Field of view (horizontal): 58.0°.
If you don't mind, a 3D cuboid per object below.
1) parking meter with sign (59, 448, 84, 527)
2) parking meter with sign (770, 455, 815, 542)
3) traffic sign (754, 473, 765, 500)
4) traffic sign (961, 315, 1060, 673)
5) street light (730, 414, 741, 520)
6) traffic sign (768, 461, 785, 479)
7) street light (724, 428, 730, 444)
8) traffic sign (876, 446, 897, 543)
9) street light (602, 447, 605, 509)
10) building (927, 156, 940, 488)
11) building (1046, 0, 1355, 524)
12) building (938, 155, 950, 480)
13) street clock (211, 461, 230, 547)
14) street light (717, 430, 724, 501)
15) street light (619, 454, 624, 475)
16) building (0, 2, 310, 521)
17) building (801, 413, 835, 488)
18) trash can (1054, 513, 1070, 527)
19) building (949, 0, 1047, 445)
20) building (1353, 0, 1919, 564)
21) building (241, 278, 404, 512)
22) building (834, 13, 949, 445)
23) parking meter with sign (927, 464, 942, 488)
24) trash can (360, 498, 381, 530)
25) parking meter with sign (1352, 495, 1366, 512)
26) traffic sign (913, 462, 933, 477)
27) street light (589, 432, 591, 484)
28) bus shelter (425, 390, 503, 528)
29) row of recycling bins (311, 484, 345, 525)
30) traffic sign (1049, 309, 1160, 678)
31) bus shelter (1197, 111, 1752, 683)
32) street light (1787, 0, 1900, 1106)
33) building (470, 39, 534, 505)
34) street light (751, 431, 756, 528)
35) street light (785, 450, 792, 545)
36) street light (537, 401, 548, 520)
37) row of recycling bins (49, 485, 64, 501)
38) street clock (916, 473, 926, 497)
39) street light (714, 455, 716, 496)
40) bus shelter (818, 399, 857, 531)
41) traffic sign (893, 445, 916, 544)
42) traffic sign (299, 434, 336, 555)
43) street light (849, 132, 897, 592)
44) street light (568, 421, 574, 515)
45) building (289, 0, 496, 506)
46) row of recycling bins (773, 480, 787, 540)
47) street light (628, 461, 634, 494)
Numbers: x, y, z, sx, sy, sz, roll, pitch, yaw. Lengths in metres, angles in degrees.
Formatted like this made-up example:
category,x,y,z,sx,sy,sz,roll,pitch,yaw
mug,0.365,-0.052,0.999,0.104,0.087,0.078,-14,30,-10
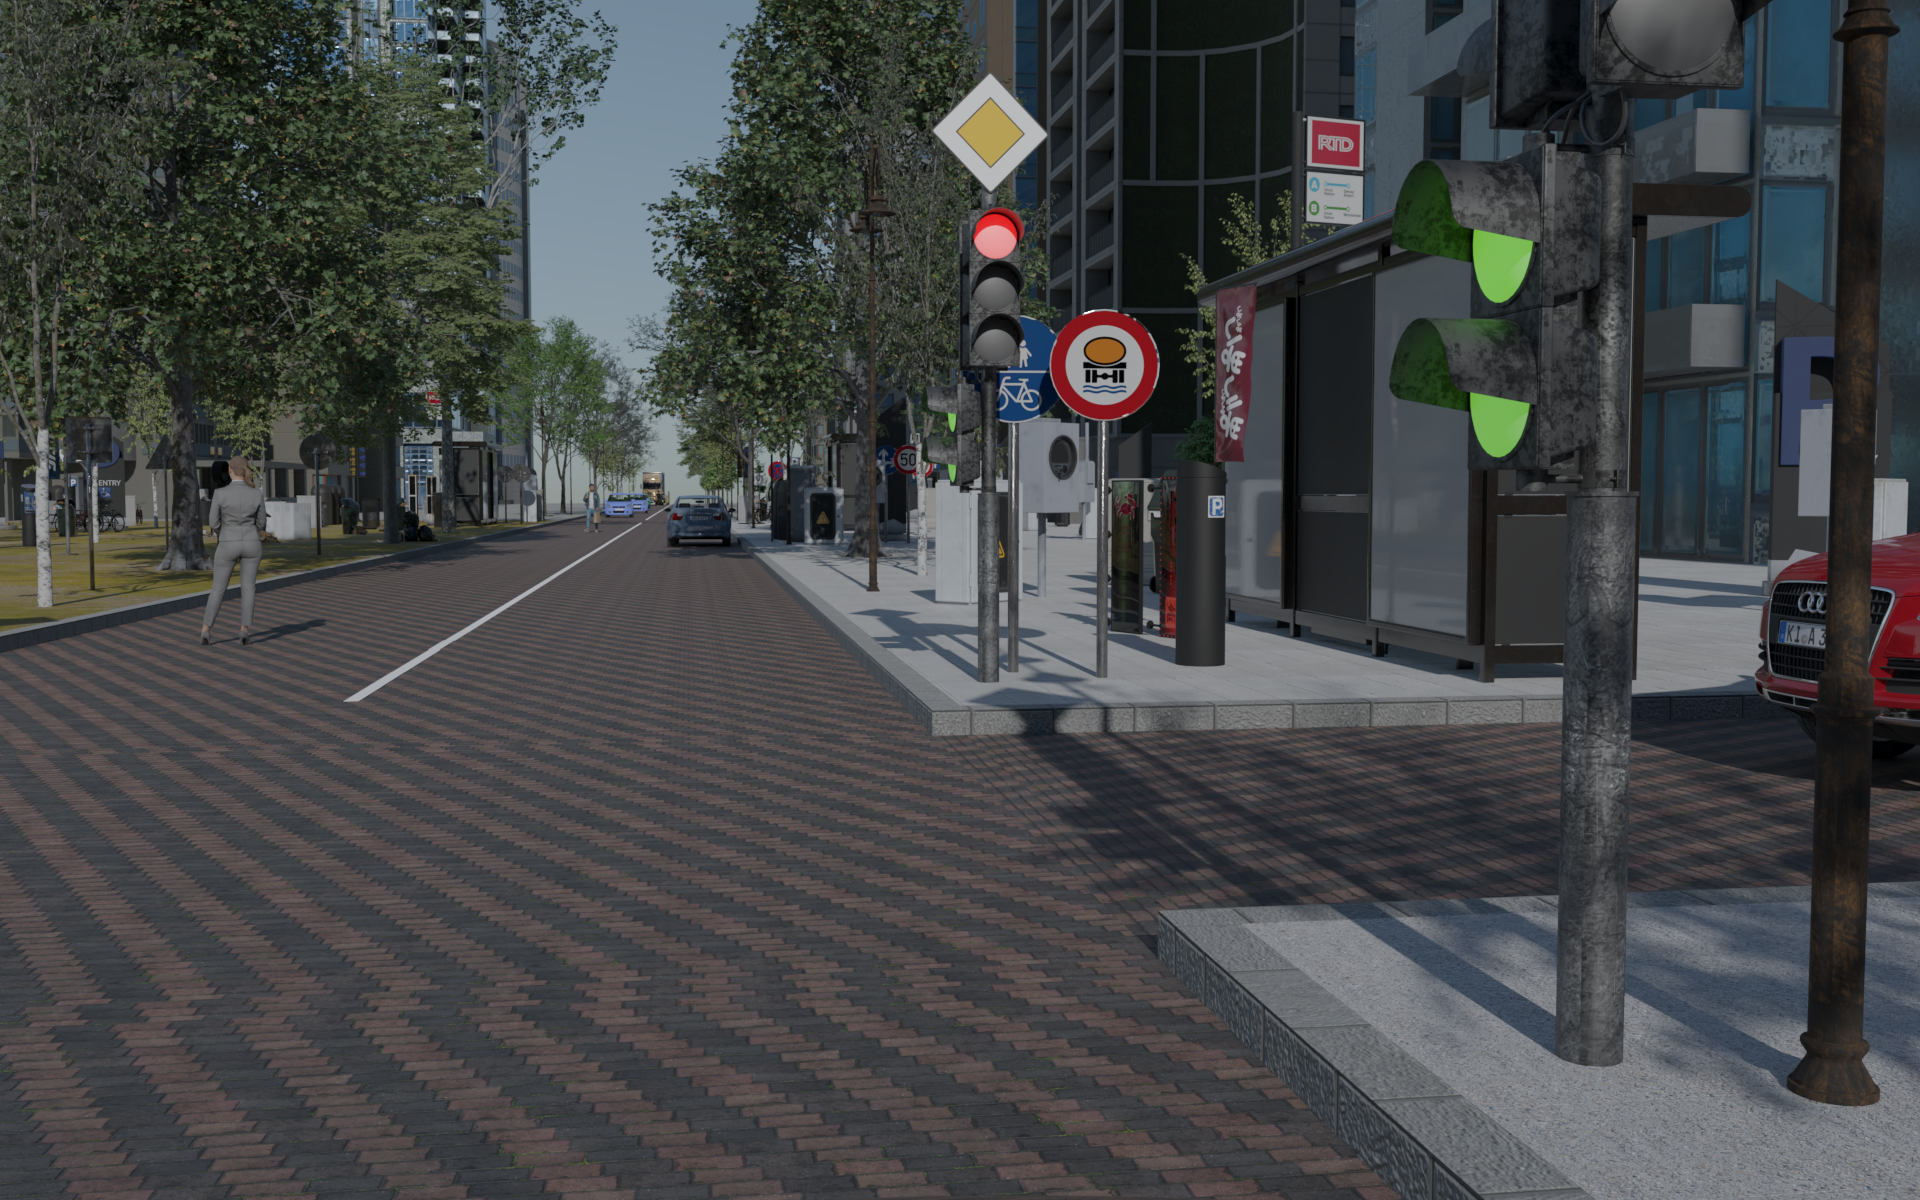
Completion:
category,x,y,z,sx,sy,sz,roll,pitch,yaw
parking meter with sign,-34.059,-4.325,66.979,0.543,3.016,1.738,0,4,7
parking meter with sign,-4.238,-3.055,46.204,1.738,3.016,0.543,1,4,14
traffic sign,-9.730,-5.016,84.145,0.606,2.300,0.079,0,4,1
traffic sign,0.384,-0.752,12.402,0.768,2.556,0.104,0,4,-3
street light,-10.995,-6.905,85.683,0.468,5.910,1.993,-1,4,-9
traffic sign,-7.010,-4.072,66.683,0.768,2.556,0.104,0,4,-6
street light,-12.868,-7.628,97.500,0.468,5.910,1.993,-1,4,-9
traffic sign,-1.947,-2.777,45.513,0.768,2.556,0.104,-1,4,-9
street light,-30.783,-10.814,149.590,0.468,5.910,1.993,-1,4,-9
building,10.622,-27.378,139.508,32.217,40.220,23.993,-1,4,-9
building,13.908,-39.140,78.184,20.563,71.187,20.611,-1,4,-9
building,5.230,-21.254,119.212,14.160,30.474,14.107,-1,4,-9
street clock,-16.052,-2.024,37.658,0.358,2.002,0.471,0,4,-1
street light,-16.289,-8.942,118.992,0.468,5.910,1.993,-1,4,-9
street light,-36.946,-13.239,189.243,0.468,5.910,1.993,-1,4,-9
building,-52.658,-24.427,91.258,32.217,40.220,23.993,-1,4,-9
building,-6.665,-23.786,233.946,27.650,21.520,28.899,-1,4,-9
trash can,4.018,-3.449,68.038,0.748,1.137,0.748,0,3,0
building,7.245,-27.795,104.555,14.600,45.320,14.200,-1,4,-9
building,25.495,-25.803,41.488,30.456,49.044,23.786,-1,4,-9
building,-54.788,-16.708,118.215,27.650,21.520,28.899,-1,4,-9
building,-4.219,-40.462,203.556,21.231,58.520,28.212,-1,4,-9
parking meter with sign,-1.712,-5.213,81.493,1.738,3.016,0.543,-3,4,-38
trash can,-21.324,-3.122,62.695,0.748,1.137,0.748,0,3,0
parking meter with sign,8.504,-2.542,37.815,1.738,3.016,0.543,0,4,-5
traffic sign,-1.216,-3.294,53.970,0.768,2.556,0.104,0,4,-3
street light,-27.491,-9.533,128.658,0.468,5.910,1.993,-1,4,-9
bus shelter,-19.992,-5.639,69.824,2.179,5.291,8.768,-1,4,-9
row of recycling bins,-26.533,-4.023,72.883,1.069,1.692,3.534,-1,4,-9
traffic sign,0.993,-0.730,12.037,0.768,2.556,0.104,0,4,-5
bus shelter,3.682,-2.343,15.936,2.179,5.291,8.768,-1,4,-9
street light,1.873,-1.881,3.537,0.468,5.910,1.993,-1,4,-9
building,-66.662,-41.508,220.662,21.231,58.520,28.212,-1,4,-9
street light,-7.741,-5.624,64.745,0.468,5.910,1.993,-1,4,-9
street light,-4.336,-4.339,43.726,0.468,5.910,1.993,-1,4,-9
street light,-20.764,-6.935,86.168,0.468,5.910,1.993,-1,4,-9
row of recycling bins,-41.099,-4.446,79.810,1.069,1.692,3.534,2,4,31
street clock,-1.197,-2.991,53.470,0.358,2.002,0.471,-1,4,-13
street light,-19.511,-10.223,139.936,0.468,5.910,1.993,-1,4,-9
bus shelter,-4.038,-5.274,63.858,2.179,5.291,8.768,-1,4,-9
traffic sign,-1.334,-2.734,44.799,0.768,2.556,0.104,0,4,-2
traffic sign,-13.519,-2.223,36.454,0.768,2.556,0.104,0,4,0
street light,-1.144,-3.049,22.645,0.468,5.910,1.993,-1,4,-9
street light,-24.151,-8.236,107.445,0.468,5.910,1.993,-1,4,-9
building,-62.758,-53.690,190.498,22.319,86.520,31.000,-1,4,-9
row of recycling bins,-4.888,-2.606,49.713,1.069,1.692,3.534,0,4,-8
street light,-40.342,-14.575,211.090,0.468,5.910,1.993,-1,4,-9
